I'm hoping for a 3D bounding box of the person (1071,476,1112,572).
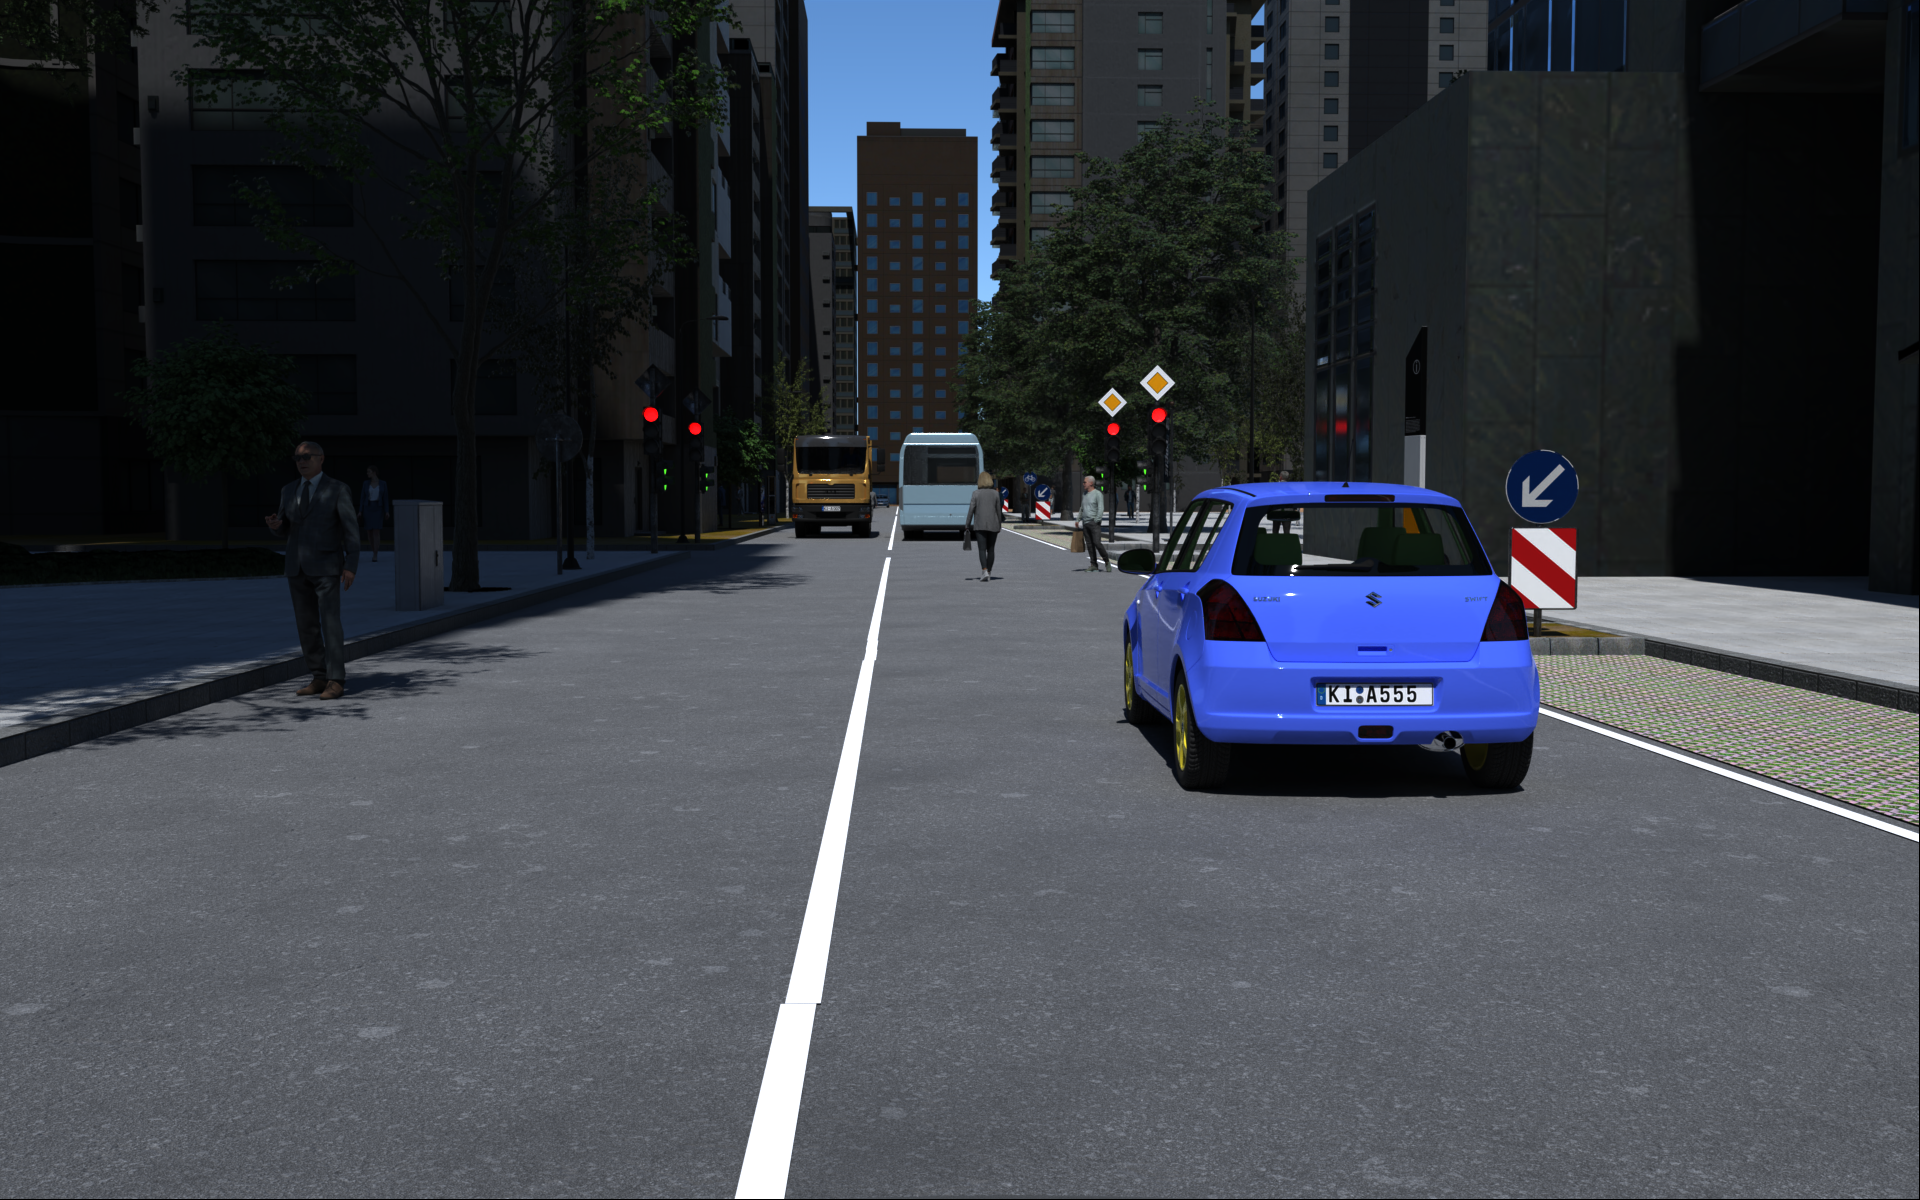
[{"bbox_3d":[2.405,-1.403,31.926,0.515,1.767,0.782,-3,4,-37],"label":"person"}]

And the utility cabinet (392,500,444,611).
[{"bbox_3d":[-6.065,-0.507,19.455,0.306,1.237,1.020,0,4,-2],"label":"utility cabinet"}]

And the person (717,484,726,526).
[{"bbox_3d":[-9.529,-3.832,68.886,0.419,1.800,0.721,0,4,3],"label":"person"}]

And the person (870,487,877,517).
[{"bbox_3d":[-4.621,-4.921,89.075,0.709,1.813,0.853,-1,4,-19],"label":"person"}]

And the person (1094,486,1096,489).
[{"bbox_3d":[8.246,-6.185,107.510,0.599,1.781,0.374,1,4,12],"label":"person"}]

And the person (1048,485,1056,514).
[{"bbox_3d":[5.839,-6.431,110.989,0.655,1.846,0.447,1,4,10],"label":"person"}]

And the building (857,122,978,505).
[{"bbox_3d":[-5.241,-34.354,211.805,14.200,45.320,14.600,0,4,-2],"label":"building"}]

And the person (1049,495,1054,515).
[{"bbox_3d":[5.586,-5.826,105.989,0.332,1.250,0.352,0,4,1],"label":"person"}]

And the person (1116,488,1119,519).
[{"bbox_3d":[7.867,-4.907,88.077,0.330,1.601,0.589,-3,4,-36],"label":"person"}]

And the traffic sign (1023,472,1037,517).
[{"bbox_3d":[3.933,-5.943,97.268,0.768,2.556,0.104,0,4,3],"label":"traffic sign"}]

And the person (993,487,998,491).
[{"bbox_3d":[1.330,-3.664,69.245,0.643,1.720,0.563,-2,4,-24],"label":"person"}]

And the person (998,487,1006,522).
[{"bbox_3d":[2.093,-4.793,87.204,0.444,1.785,0.601,1,4,18],"label":"person"}]

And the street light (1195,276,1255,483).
[{"bbox_3d":[5.716,-3.948,37.095,1.470,5.913,1.316,0,4,-2],"label":"street light"}]

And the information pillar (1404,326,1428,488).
[{"bbox_3d":[6.437,-2.026,24.485,0.183,3.616,0.504,-1,4,-13],"label":"information pillar"}]

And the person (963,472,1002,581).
[{"bbox_3d":[0.349,-1.216,28.564,0.709,1.800,0.728,0,4,-7],"label":"person"}]

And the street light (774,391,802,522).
[{"bbox_3d":[-7.812,-6.458,78.127,1.470,5.913,1.316,0,4,-2],"label":"street light"}]

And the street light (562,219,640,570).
[{"bbox_3d":[-6.097,-3.476,29.373,1.470,5.913,1.316,0,4,-2],"label":"street light"}]

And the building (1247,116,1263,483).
[{"bbox_3d":[44.030,-36.281,216.898,21.600,48.544,21.300,0,4,-2],"label":"building"}]

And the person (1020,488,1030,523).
[{"bbox_3d":[3.234,-4.706,85.992,0.519,1.759,0.362,-2,4,-29],"label":"person"}]

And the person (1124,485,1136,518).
[{"bbox_3d":[8.936,-5.174,90.980,0.623,1.781,0.721,-1,4,-12],"label":"person"}]

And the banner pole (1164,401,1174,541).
[{"bbox_3d":[5.675,-3.491,47.097,0.401,3.779,0.863,-1,4,-13],"label":"banner pole"}]

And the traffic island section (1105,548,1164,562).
[{"bbox_3d":[4.304,-0.951,37.837,2.009,0.180,2.903,0,4,-2],"label":"traffic island section"}]

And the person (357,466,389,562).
[{"bbox_3d":[-11.128,-1.645,32.957,0.581,1.822,0.654,0,4,2],"label":"person"}]

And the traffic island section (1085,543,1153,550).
[{"bbox_3d":[4.029,-1.440,45.818,2.009,0.180,2.903,0,4,-2],"label":"traffic island section"}]

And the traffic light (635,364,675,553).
[{"bbox_3d":[-6.591,-2.961,37.335,0.839,4.253,0.868,0,4,-2],"label":"traffic light"}]

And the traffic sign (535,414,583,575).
[{"bbox_3d":[-6.387,-1.680,27.571,0.768,2.556,0.104,0,4,2],"label":"traffic sign"}]

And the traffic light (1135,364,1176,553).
[{"bbox_3d":[4.263,-2.985,37.722,0.839,4.253,0.868,0,4,-2],"label":"traffic light"}]

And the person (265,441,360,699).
[{"bbox_3d":[-4.585,-0.216,12.215,0.661,1.801,0.590,1,4,9],"label":"person"}]

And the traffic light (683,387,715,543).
[{"bbox_3d":[-6.865,-3.449,45.315,0.839,4.253,0.868,0,4,-2],"label":"traffic light"}]

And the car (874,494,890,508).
[{"bbox_3d":[-8.363,-10.475,183.273,2.014,1.417,4.499,0,4,-1],"label":"car"}]

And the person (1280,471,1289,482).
[{"bbox_3d":[6.946,-1.891,37.354,0.661,1.777,0.834,0,4,-3],"label":"person"}]

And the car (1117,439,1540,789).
[{"bbox_3d":[1.889,-0.008,9.726,1.945,1.707,3.694,0,4,-1],"label":"car"}]

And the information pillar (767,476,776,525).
[{"bbox_3d":[-7.746,-4.071,71.052,0.304,2.012,0.304,-1,4,-19],"label":"information pillar"}]

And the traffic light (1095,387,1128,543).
[{"bbox_3d":[3.989,-3.473,45.702,0.839,4.253,0.868,0,4,-2],"label":"traffic light"}]

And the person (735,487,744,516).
[{"bbox_3d":[-12.639,-5.685,99.266,0.520,1.790,0.573,-1,4,-15],"label":"person"}]

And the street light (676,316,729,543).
[{"bbox_3d":[-6.721,-4.445,45.211,1.470,5.913,1.316,0,4,-2],"label":"street light"}]

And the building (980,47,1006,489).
[{"bbox_3d":[17.219,-55.189,215.017,31.000,86.520,22.319,0,4,-2],"label":"building"}]
